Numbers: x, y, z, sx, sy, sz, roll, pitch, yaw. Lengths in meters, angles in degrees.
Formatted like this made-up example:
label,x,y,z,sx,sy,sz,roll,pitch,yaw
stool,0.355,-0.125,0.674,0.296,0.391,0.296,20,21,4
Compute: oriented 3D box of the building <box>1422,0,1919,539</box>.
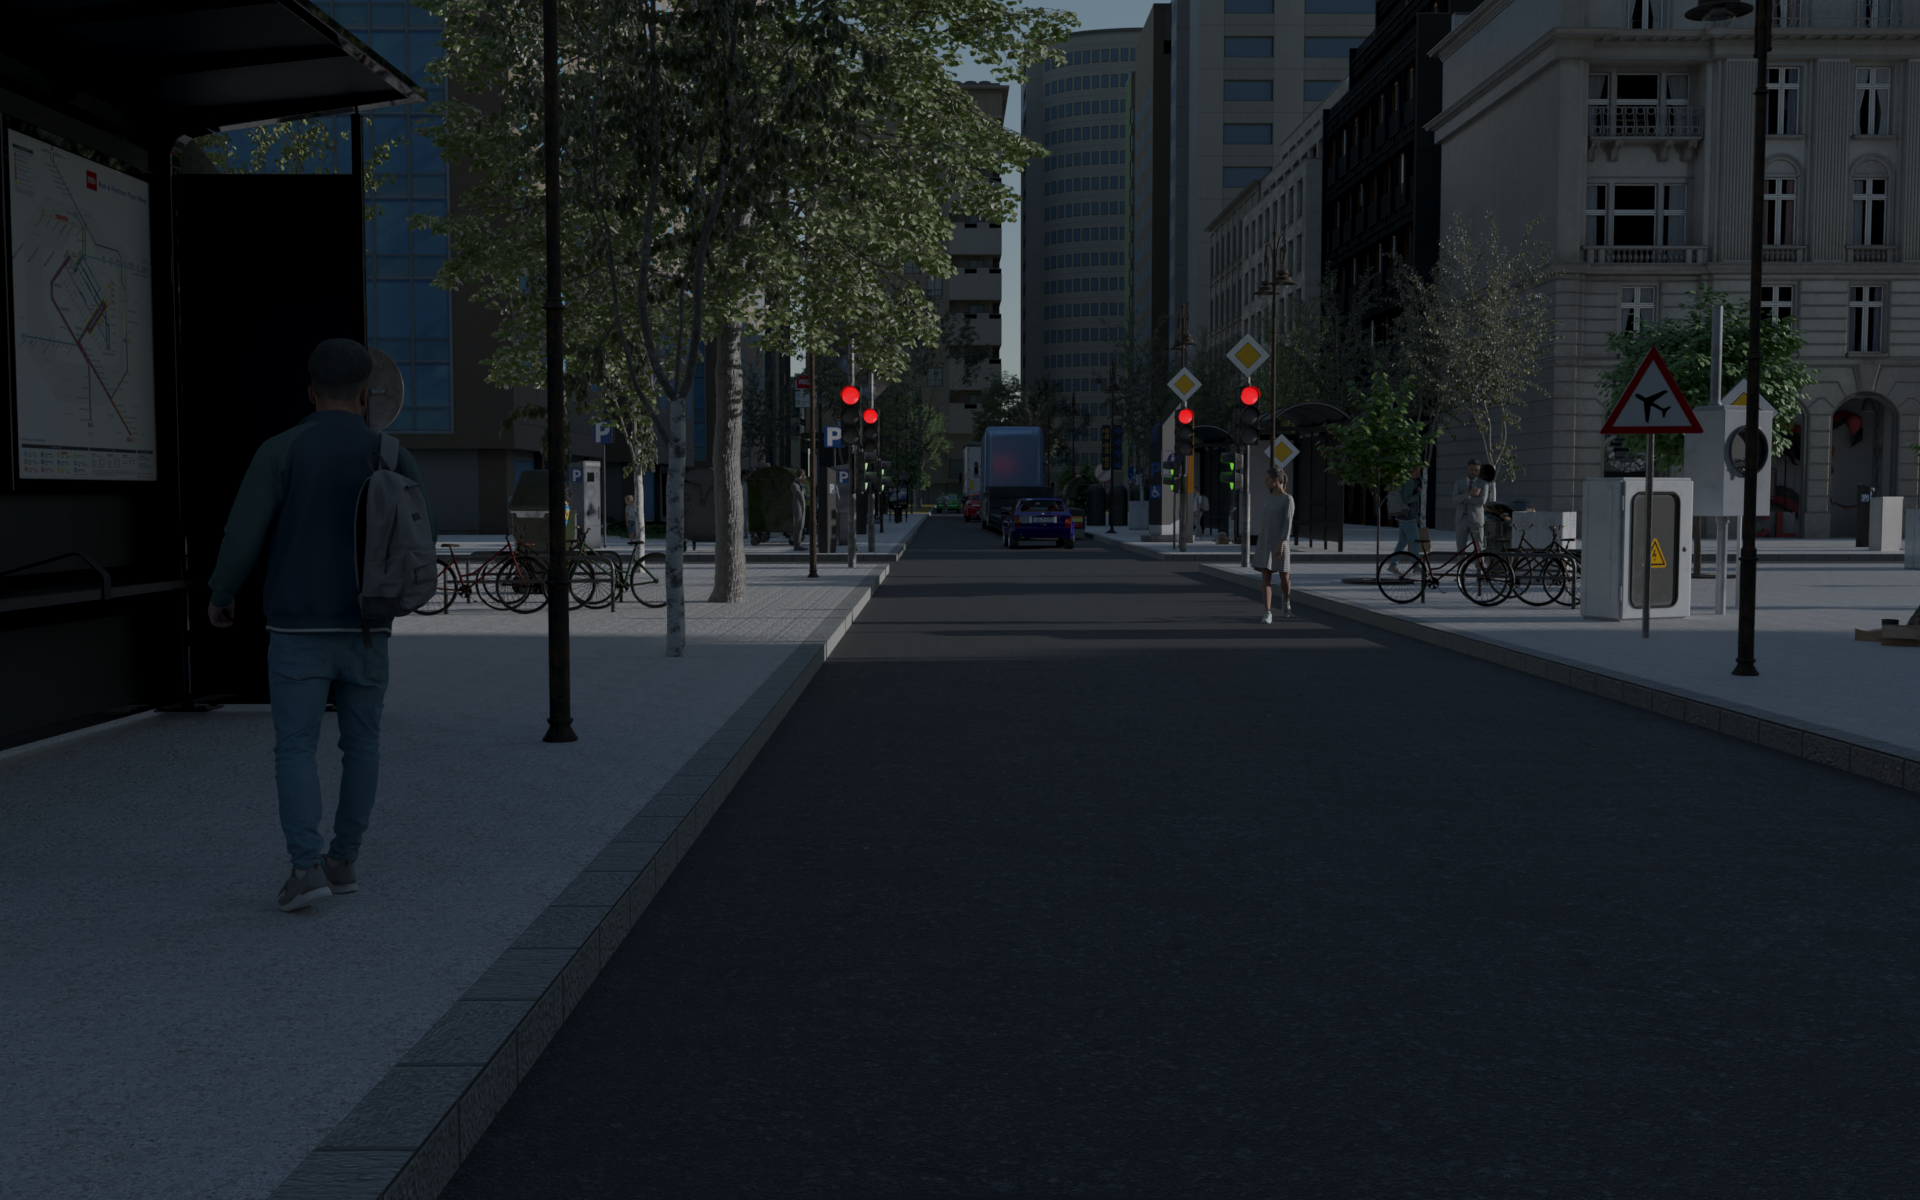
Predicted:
label,x,y,z,sx,sy,sz,roll,pitch,yaw
building,28.424,-13.036,54.933,24.055,21.916,13.314,0,4,0

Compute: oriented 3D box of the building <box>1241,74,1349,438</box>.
label,x,y,z,sx,sy,sz,roll,pitch,yaw
building,20.764,-14.208,87.059,10.420,20.320,16.860,0,4,0

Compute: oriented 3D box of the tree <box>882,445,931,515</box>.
label,x,y,z,sx,sy,sz,roll,pitch,yaw
tree,-3.851,-7.483,106.067,4.285,4.588,4.351,0,3,0

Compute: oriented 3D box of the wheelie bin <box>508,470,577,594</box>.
label,x,y,z,sx,sy,sz,roll,pitch,yaw
wheelie bin,-5.402,-0.887,22.410,0.980,1.594,0.693,1,4,19

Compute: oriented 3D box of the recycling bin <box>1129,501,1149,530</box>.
label,x,y,z,sx,sy,sz,roll,pitch,yaw
recycling bin,6.438,-3.027,62.039,0.722,1.027,0.722,1,4,11

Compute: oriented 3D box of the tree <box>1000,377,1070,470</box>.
label,x,y,z,sx,sy,sz,roll,pitch,yaw
tree,4.914,-9.649,108.128,4.360,8.622,3.978,0,3,0

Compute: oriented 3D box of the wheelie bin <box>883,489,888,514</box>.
label,x,y,z,sx,sy,sz,roll,pitch,yaw
wheelie bin,-4.895,-6.279,110.564,0.693,1.594,0.980,1,4,14

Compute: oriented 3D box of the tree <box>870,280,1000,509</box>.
label,x,y,z,sx,sy,sz,roll,pitch,yaw
tree,-2.875,-18.069,151.309,12.611,20.169,13.585,0,3,0

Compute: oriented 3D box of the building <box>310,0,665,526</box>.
label,x,y,z,sx,sy,sz,roll,pitch,yaw
building,-20.662,-26.398,81.717,14.600,45.320,14.200,0,4,0

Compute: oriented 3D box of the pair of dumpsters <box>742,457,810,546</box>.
label,x,y,z,sx,sy,sz,roll,pitch,yaw
pair of dumpsters,-4.684,-2.579,44.660,1.574,2.255,4.437,0,4,0

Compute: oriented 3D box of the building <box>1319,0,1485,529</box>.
label,x,y,z,sx,sy,sz,roll,pitch,yaw
building,22.566,-14.737,70.630,12.332,23.373,15.834,0,4,0

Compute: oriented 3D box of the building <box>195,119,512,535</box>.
label,x,y,z,sx,sy,sz,roll,pitch,yaw
building,-20.787,-25.043,59.557,14.600,45.320,14.200,0,4,0

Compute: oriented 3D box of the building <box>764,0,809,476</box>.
label,x,y,z,sx,sy,sz,roll,pitch,yaw
building,-35.028,-55.329,217.300,31.000,86.520,22.319,0,4,0

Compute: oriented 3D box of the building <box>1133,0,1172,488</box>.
label,x,y,z,sx,sy,sz,roll,pitch,yaw
building,23.441,-30.996,156.893,14.600,45.320,14.200,0,4,0

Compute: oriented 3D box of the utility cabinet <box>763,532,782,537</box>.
label,x,y,z,sx,sy,sz,roll,pitch,yaw
utility cabinet,-5.603,-2.611,51.370,0.318,1.500,1.173,1,4,9

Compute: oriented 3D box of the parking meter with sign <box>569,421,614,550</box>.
label,x,y,z,sx,sy,sz,roll,pitch,yaw
parking meter with sign,-8.771,-2.700,40.399,0.543,3.016,1.738,1,4,22

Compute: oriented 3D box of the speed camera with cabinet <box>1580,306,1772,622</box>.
label,x,y,z,sx,sy,sz,roll,pitch,yaw
speed camera with cabinet,7.415,-1.440,17.880,2.038,3.252,0.660,-2,4,-23

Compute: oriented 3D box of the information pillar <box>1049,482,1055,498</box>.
label,x,y,z,sx,sy,sz,roll,pitch,yaw
information pillar,5.413,-5.950,101.777,0.304,2.012,0.304,0,4,-8

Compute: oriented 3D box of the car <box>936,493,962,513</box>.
label,x,y,z,sx,sy,sz,roll,pitch,yaw
car,-0.844,-7.544,132.137,1.959,1.807,4.718,0,4,1

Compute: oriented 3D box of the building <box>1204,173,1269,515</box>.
label,x,y,z,sx,sy,sz,roll,pitch,yaw
building,20.892,-15.625,104.616,9.793,20.994,18.267,0,4,0

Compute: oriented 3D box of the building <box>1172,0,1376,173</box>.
label,x,y,z,sx,sy,sz,roll,pitch,yaw
building,27.067,-36.285,135.262,21.231,58.520,28.212,0,4,0

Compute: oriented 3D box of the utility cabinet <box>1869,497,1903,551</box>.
label,x,y,z,sx,sy,sz,roll,pitch,yaw
utility cabinet,21.043,-1.726,39.381,1.020,1.237,0.306,-3,4,-38

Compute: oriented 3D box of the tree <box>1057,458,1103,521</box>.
label,x,y,z,sx,sy,sz,roll,pitch,yaw
tree,6.064,-5.462,83.912,1.663,3.219,1.824,0,3,0

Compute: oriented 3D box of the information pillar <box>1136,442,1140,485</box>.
label,x,y,z,sx,sy,sz,roll,pitch,yaw
information pillar,7.539,-5.013,73.309,0.183,3.616,0.504,1,4,16

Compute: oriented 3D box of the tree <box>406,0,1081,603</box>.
label,x,y,z,sx,sy,sz,roll,pitch,yaw
tree,-2.332,-6.251,20.337,7.486,12.596,7.792,0,3,0

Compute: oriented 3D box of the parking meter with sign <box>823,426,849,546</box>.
label,x,y,z,sx,sy,sz,roll,pitch,yaw
parking meter with sign,-3.024,-2.906,43.769,0.543,3.016,1.738,-1,4,-15

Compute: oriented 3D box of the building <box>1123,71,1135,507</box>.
label,x,y,z,sx,sy,sz,roll,pitch,yaw
building,23.096,-29.826,171.255,14.154,41.232,14.086,0,4,0

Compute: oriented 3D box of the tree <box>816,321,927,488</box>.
label,x,y,z,sx,sy,sz,roll,pitch,yaw
tree,-3.715,-7.177,67.705,4.737,8.622,4.395,0,3,0

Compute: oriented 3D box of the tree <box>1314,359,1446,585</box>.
label,x,y,z,sx,sy,sz,roll,pitch,yaw
tree,6.007,-1.857,24.964,1.663,3.219,1.824,0,3,0

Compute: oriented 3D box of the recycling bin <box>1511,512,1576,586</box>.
label,x,y,z,sx,sy,sz,roll,pitch,yaw
recycling bin,8.319,-0.742,24.683,0.722,1.027,0.722,2,4,34

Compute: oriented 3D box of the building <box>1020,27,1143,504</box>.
label,x,y,z,sx,sy,sz,roll,pitch,yaw
building,22.077,-41.339,217.888,28.212,58.520,21.231,0,4,0

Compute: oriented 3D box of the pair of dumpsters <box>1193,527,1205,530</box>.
label,x,y,z,sx,sy,sz,roll,pitch,yaw
pair of dumpsters,7.846,-3.637,61.950,1.574,2.255,4.437,0,4,0

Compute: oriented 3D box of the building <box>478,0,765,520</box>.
label,x,y,z,sx,sy,sz,roll,pitch,yaw
building,-19.442,-27.754,103.887,14.600,45.320,14.200,0,4,0

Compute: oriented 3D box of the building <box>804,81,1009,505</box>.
label,x,y,z,sx,sy,sz,roll,pitch,yaw
building,-5.808,-38.685,221.745,27.495,52.752,28.713,0,4,0

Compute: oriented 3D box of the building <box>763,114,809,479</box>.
label,x,y,z,sx,sy,sz,roll,pitch,yaw
building,-29.085,-31.294,166.288,28.867,44.769,22.147,0,4,0

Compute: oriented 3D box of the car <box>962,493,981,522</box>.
label,x,y,z,sx,sy,sz,roll,pitch,yaw
car,1.145,-4.924,89.548,2.155,1.783,4.494,0,4,1

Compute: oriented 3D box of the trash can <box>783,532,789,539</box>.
label,x,y,z,sx,sy,sz,roll,pitch,yaw
trash can,-4.815,-2.347,50.035,0.748,1.137,0.748,0,3,0

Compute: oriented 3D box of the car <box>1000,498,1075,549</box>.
label,x,y,z,sx,sy,sz,roll,pitch,yaw
car,2.085,-2.076,46.520,1.945,1.354,3.894,0,4,-2

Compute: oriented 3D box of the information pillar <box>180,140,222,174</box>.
label,x,y,z,sx,sy,sz,roll,pitch,yaw
information pillar,-4.703,-1.183,10.690,0.183,3.616,0.504,2,4,28

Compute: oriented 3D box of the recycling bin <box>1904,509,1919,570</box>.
label,x,y,z,sx,sy,sz,roll,pitch,yaw
recycling bin,16.551,-1.028,29.368,0.722,1.027,0.722,0,4,3

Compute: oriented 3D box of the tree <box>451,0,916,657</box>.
label,x,y,z,sx,sy,sz,roll,pitch,yaw
tree,-2.225,-3.873,13.678,4.360,8.622,3.978,0,3,0
